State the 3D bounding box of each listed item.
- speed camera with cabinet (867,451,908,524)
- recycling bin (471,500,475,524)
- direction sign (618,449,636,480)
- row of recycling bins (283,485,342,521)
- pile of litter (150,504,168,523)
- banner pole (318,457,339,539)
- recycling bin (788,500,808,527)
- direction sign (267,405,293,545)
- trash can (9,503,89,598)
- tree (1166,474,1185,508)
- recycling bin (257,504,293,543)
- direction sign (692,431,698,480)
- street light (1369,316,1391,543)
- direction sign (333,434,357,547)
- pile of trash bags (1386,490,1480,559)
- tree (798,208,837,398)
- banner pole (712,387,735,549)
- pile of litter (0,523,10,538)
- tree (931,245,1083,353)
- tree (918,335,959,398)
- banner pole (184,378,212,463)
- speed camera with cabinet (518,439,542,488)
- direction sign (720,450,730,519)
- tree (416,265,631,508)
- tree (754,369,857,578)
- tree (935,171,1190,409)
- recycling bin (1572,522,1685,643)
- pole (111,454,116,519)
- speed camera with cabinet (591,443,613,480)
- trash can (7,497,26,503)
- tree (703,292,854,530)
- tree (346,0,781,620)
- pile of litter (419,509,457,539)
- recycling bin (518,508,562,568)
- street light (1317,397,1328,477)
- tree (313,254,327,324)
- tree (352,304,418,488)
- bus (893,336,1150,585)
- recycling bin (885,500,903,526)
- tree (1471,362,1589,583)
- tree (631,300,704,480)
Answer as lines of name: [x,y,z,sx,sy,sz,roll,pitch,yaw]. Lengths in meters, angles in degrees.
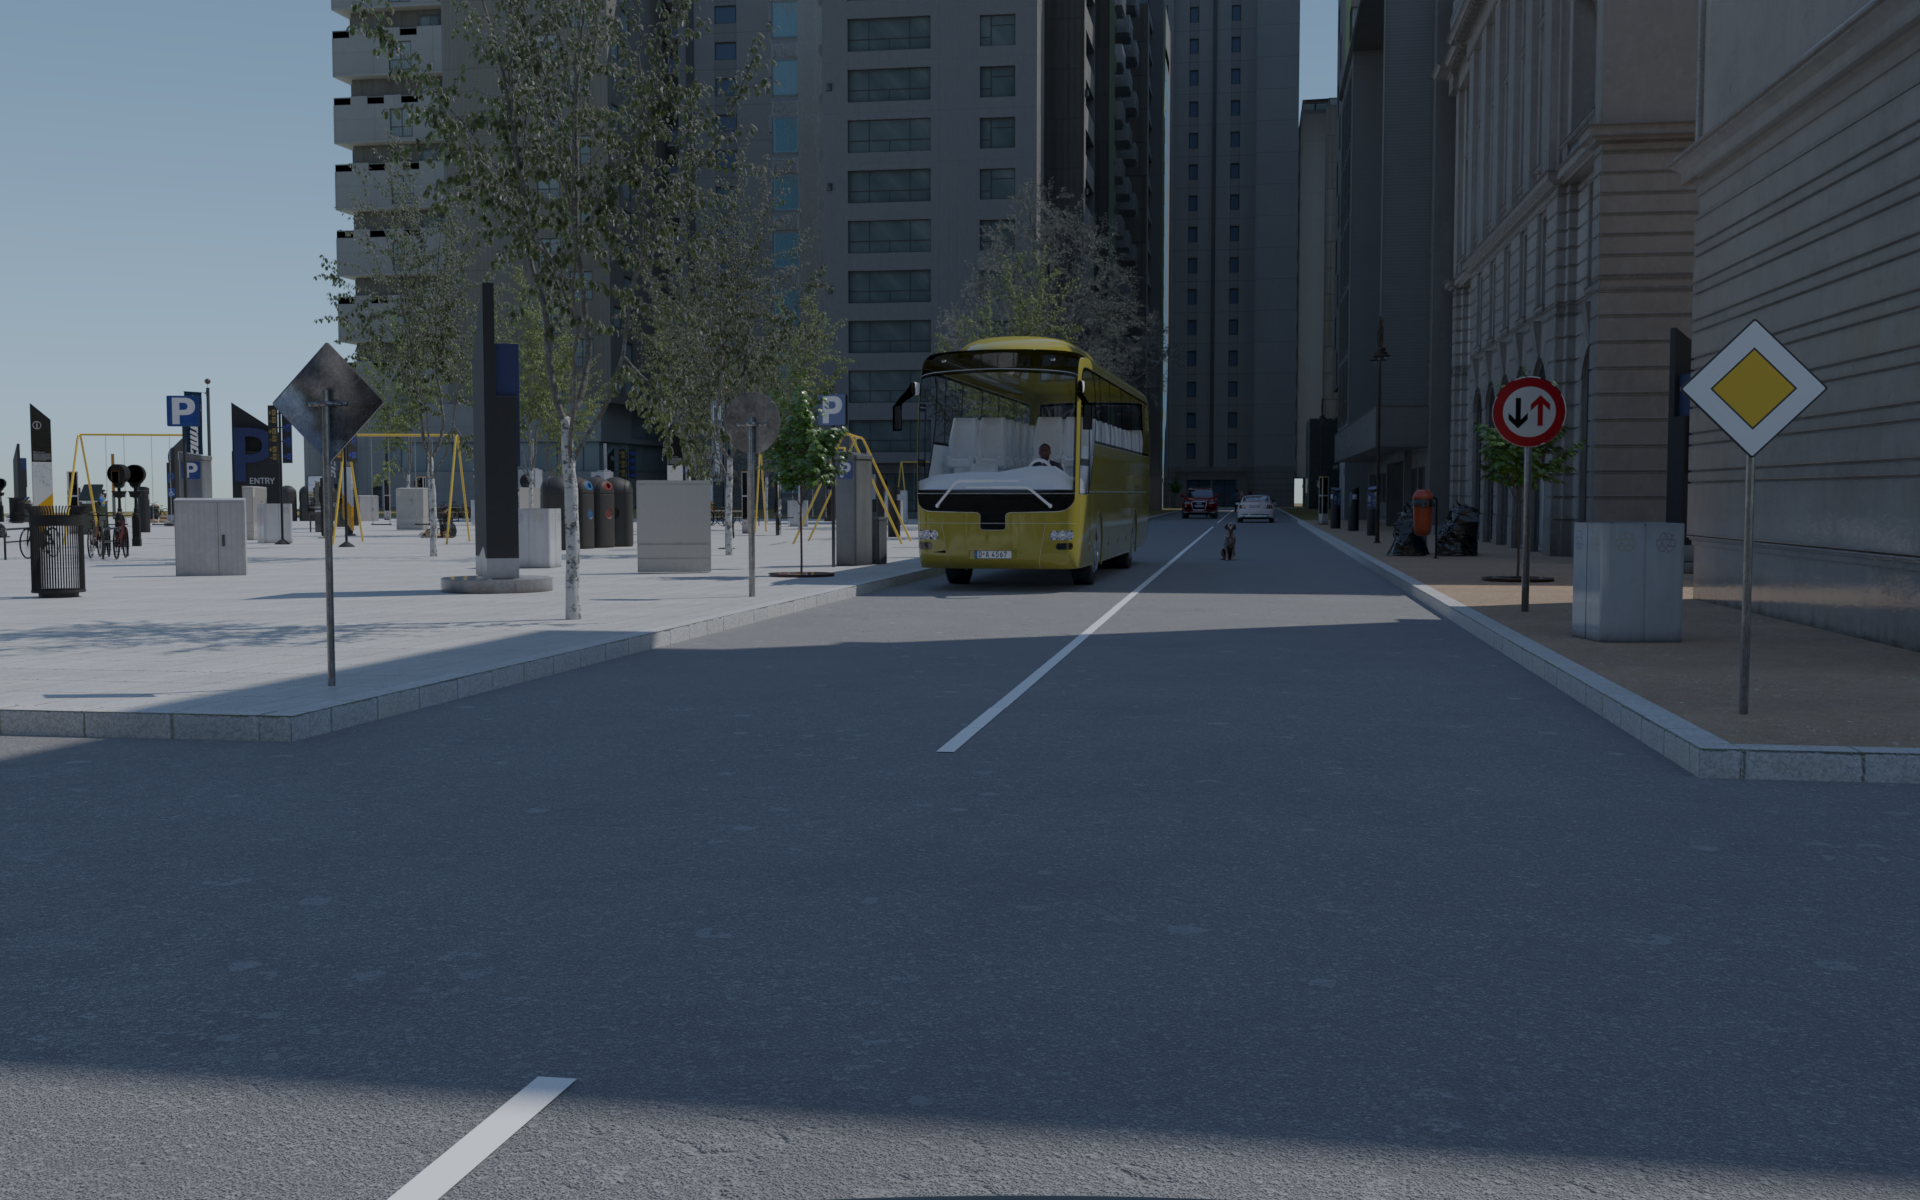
speed camera with cabinet: [-3.299,-4.938,75.066,2.038,3.252,0.660,0,4,-4]
recycling bin: [-20.469,-3.763,74.072,0.722,1.027,0.722,-2,4,-30]
direction sign: [-16.754,-5.826,87.245,0.876,3.537,0.379,-2,4,-26]
row of recycling bins: [-30.549,-4.608,82.449,3.534,1.692,1.069,-2,4,-28]
pile of litter: [-36.019,-3.891,77.587,1.719,0.858,1.176,-1,4,-19]
banner pole: [-18.193,-3.666,49.954,0.863,3.779,0.401,2,4,28]
recycling bin: [-6.416,-3.422,68.500,0.722,1.027,0.722,-1,4,-14]
direction sign: [-17.250,-3.180,43.998,0.876,3.537,0.379,2,4,30]
trash can: [-11.224,-0.605,21.538,0.748,1.137,0.748,0,3,0]
tree: [20.180,-10.270,162.517,1.663,3.219,1.824,0,3,0]
recycling bin: [-17.979,-2.011,45.435,0.722,1.027,0.722,-3,4,-37]
direction sign: [-9.147,-4.147,59.795,0.379,3.537,0.876,0,4,1]
street light: [10.933,-4.429,45.205,0.468,5.910,1.993,1,4,10]
direction sign: [-14.870,-3.051,41.880,0.379,3.537,0.876,1,4,20]
pile of trash bags: [9.761,-1.597,35.863,1.912,1.369,3.447,1,4,21]
tree: [-4.769,-5.257,36.315,4.360,8.622,3.978,0,3,0]
banner pole: [-5.594,-3.089,40.520,0.401,3.779,0.863,-3,4,-39]
pile of litter: [-28.693,-2.245,50.678,1.719,0.858,1.176,-3,5,-41]
tree: [1.596,-6.157,51.034,4.737,8.622,4.395,0,3,0]
tree: [0.029,-7.802,77.929,4.360,8.622,3.978,0,3,0]
banner pole: [-16.375,-2.896,37.367,0.401,3.779,0.863,2,4,25]
speed camera with cabinet: [-16.000,-4.137,61.977,2.038,3.252,0.660,1,4,14]
direction sign: [-12.196,-5.945,89.196,0.876,3.537,0.379,-3,5,-42]
tree: [-13.630,-6.347,54.133,4.737,8.622,4.395,0,3,0]
tree: [-2.424,-1.971,26.832,1.663,3.219,1.824,0,3,0]
tree: [3.576,-9.577,66.952,12.009,13.543,11.850,0,3,0]
recycling bin: [5.886,-0.167,15.284,0.722,1.027,0.722,0,4,-1]
pole: [-42.901,-5.744,87.762,0.158,3.312,0.155,0,3,0]
speed camera with cabinet: [-14.563,-4.503,67.952,2.038,3.252,0.660,2,4,30]
trash can: [-41.440,-3.942,76.113,0.748,1.137,0.748,0,3,0]
tree: [-5.961,-6.819,61.858,4.737,8.622,4.395,0,3,0]
tree: [-3.897,-4.091,17.256,4.360,8.622,3.978,0,3,0]
pile of litter: [-15.343,-2.254,50.815,1.176,0.858,1.719,0,4,8]
recycling bin: [-7.412,-1.082,30.244,0.722,1.027,0.722,0,4,4]
street light: [17.293,-6.731,82.840,0.468,5.910,1.993,1,4,10]
tree: [-10.834,-5.187,35.175,4.360,8.622,3.978,0,3,0]
tree: [-21.031,-7.019,65.116,4.737,8.622,4.395,0,3,0]
bus: [1.596,-2.395,30.701,2.896,3.916,12.252,1,4,11]
recycling bin: [-2.723,-3.572,70.962,0.722,1.027,0.722,0,4,3]
tree: [8.376,-1.889,25.481,1.663,3.219,1.824,0,3,0]
tree: [-10.666,-7.034,65.374,4.737,8.622,4.395,0,3,0]
